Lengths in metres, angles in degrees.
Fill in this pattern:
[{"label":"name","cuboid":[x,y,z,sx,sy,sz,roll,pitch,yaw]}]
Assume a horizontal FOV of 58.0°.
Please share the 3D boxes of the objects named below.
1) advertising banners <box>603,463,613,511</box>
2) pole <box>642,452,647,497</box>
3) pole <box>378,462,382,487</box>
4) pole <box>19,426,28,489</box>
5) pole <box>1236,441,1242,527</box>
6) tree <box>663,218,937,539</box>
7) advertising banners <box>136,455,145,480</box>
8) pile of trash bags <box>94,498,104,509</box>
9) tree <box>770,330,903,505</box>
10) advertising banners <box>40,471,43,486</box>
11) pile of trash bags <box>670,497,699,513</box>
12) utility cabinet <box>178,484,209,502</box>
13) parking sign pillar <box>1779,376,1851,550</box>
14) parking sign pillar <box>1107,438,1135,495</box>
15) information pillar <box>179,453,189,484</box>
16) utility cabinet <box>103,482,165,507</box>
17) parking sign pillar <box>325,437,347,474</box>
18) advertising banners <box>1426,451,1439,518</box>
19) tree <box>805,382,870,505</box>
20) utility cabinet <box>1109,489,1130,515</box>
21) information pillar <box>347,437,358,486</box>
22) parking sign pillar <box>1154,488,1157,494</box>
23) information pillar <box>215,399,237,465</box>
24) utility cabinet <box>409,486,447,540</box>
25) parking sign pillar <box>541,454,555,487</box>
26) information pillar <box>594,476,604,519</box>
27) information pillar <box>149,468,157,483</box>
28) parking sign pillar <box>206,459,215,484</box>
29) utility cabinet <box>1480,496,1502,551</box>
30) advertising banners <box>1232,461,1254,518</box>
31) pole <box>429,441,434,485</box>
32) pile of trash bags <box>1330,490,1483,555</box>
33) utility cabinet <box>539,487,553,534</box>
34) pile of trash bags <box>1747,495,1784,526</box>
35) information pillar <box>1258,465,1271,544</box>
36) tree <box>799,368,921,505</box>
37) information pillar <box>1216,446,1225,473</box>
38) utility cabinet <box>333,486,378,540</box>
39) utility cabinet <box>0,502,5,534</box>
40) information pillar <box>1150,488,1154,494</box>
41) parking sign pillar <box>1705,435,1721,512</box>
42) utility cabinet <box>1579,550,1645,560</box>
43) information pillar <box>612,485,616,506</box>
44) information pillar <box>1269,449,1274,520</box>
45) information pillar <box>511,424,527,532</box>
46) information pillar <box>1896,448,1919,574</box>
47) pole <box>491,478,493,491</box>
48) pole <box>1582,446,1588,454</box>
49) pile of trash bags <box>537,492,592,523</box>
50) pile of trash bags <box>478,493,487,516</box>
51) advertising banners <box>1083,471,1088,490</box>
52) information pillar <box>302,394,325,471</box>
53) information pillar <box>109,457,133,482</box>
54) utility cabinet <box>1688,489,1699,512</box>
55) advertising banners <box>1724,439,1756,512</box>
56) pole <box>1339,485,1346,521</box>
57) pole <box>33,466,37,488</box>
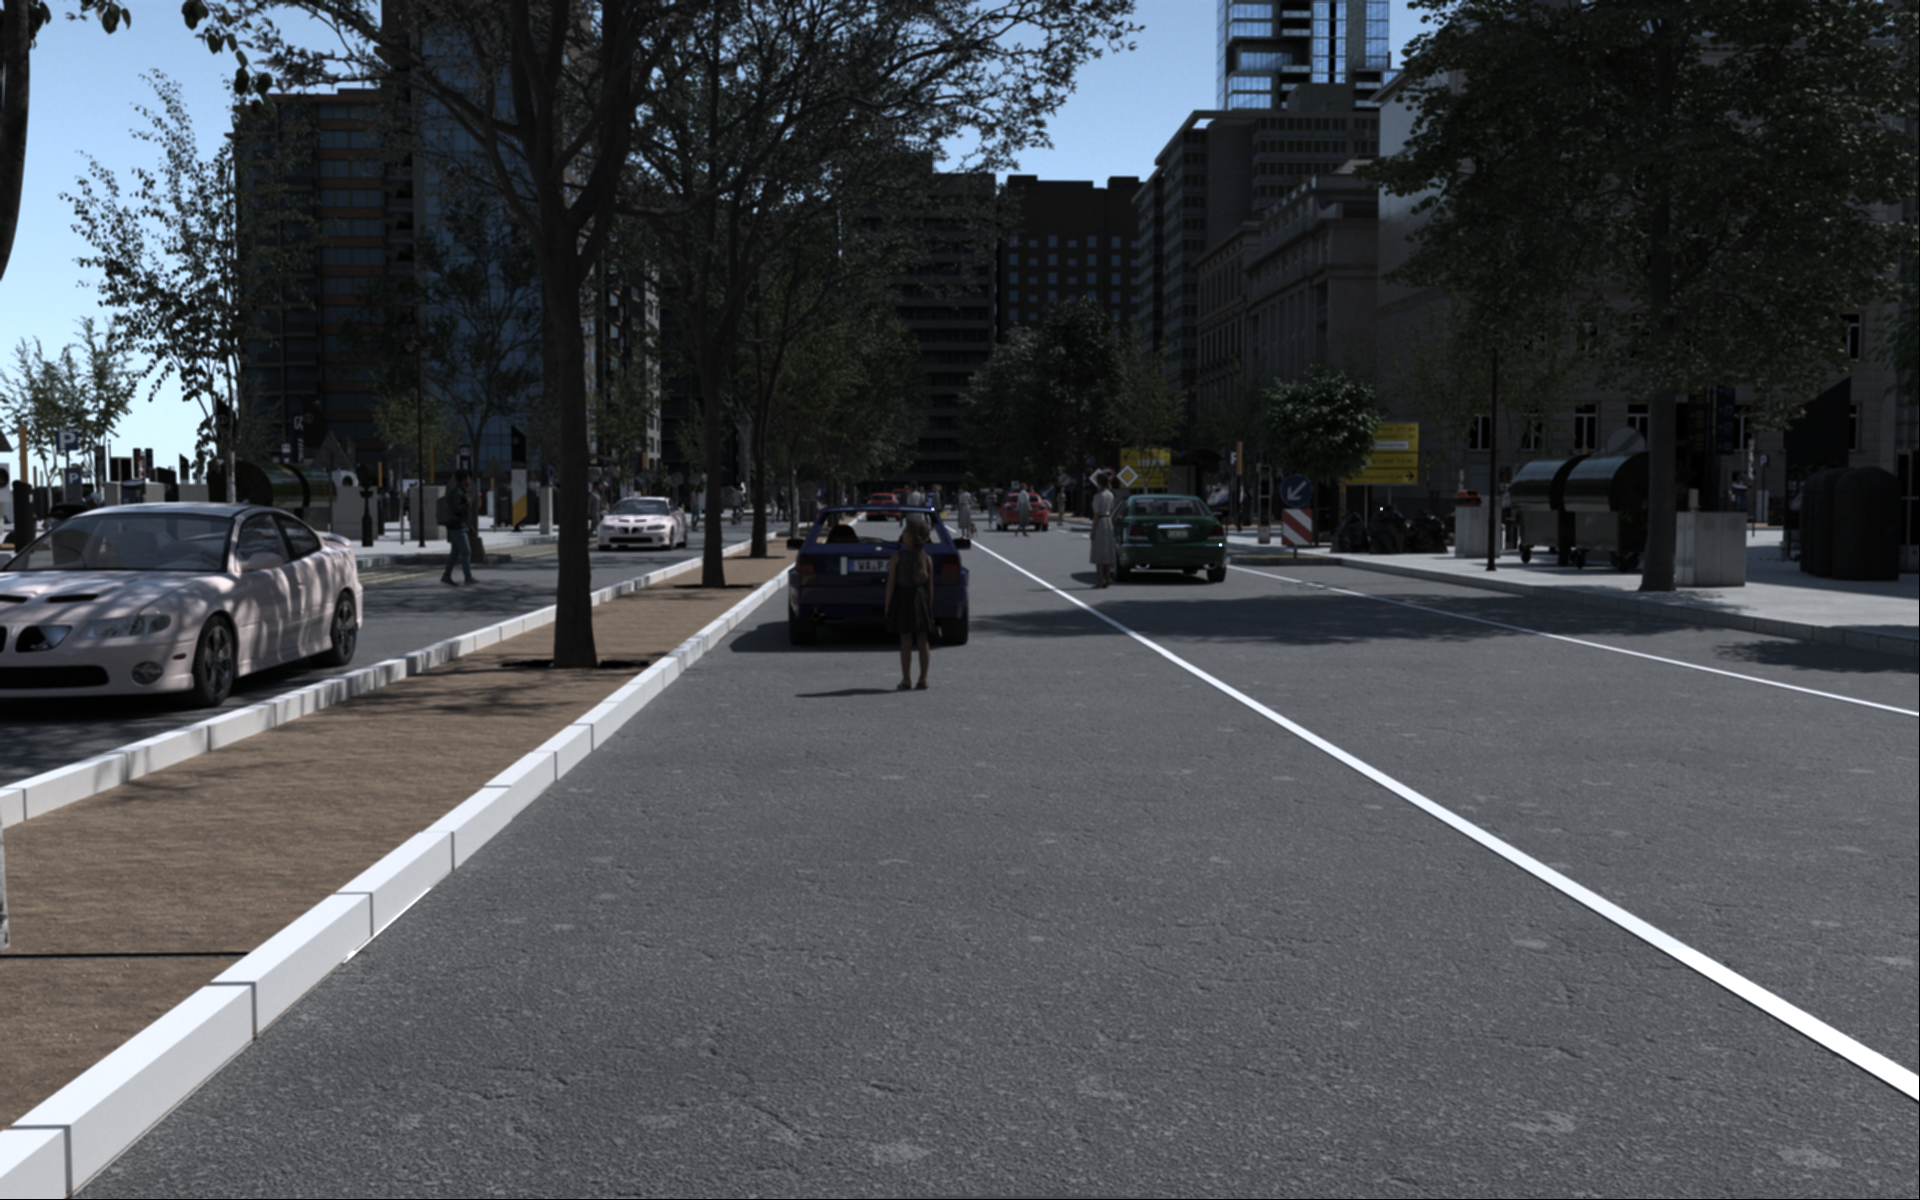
[{"label":"advertising banners","cuboid":[-20.236,-6.167,97.025,0.090,3.025,2.074,1,4,21]},{"label":"pole","cuboid":[-15.320,-5.520,84.098,0.158,3.312,0.155,0,3,0]},{"label":"pole","cuboid":[-36.770,-7.095,109.840,0.158,3.312,0.155,0,3,0]},{"label":"pole","cuboid":[-27.973,-3.543,51.772,0.158,3.312,0.155,0,3,0]},{"label":"pole","cuboid":[10.814,-4.484,67.160,0.158,3.312,0.155,0,3,0]},{"label":"tree","cuboid":[-5.066,-7.125,53.356,8.767,10.594,7.601,0,4,-2]},{"label":"advertising banners","cuboid":[-37.044,-5.100,79.569,0.090,3.025,2.074,1,4,17]},{"label":"pile of trash bags","cuboid":[-26.922,-2.803,55.581,1.912,1.369,3.447,3,5,40]},{"label":"tree","cuboid":[-6.866,-10.813,97.378,7.486,12.596,7.792,0,3,0]},{"label":"advertising banners","cuboid":[-70.089,-8.294,131.786,0.090,3.025,2.074,-3,5,-43]},{"label":"pile of trash bags","cuboid":[-18.445,-6.714,119.525,3.447,1.369,1.912,0,4,-7]},{"label":"utility cabinet","cuboid":[-17.183,-1.818,38.411,0.318,1.500,1.173,3,5,43]},{"label":"parking sign pillar","cuboid":[19.686,-3.140,39.811,1.447,3.967,1.447,2,4,24]},{"label":"parking sign pillar","cuboid":[7.814,-5.850,84.119,1.447,3.967,1.447,2,4,30]},{"label":"information pillar","cuboid":[-44.167,-6.561,98.632,0.504,3.616,0.183,-1,4,-20]},{"label":"utility cabinet","cuboid":[-14.869,-1.381,31.255,0.318,1.500,1.173,1,4,16]},{"label":"parking sign pillar","cuboid":[-29.682,-5.712,81.863,1.447,3.967,1.447,0,4,5]},{"label":"advertising banners","cuboid":[19.071,-4.512,69.958,0.090,3.025,2.074,0,4,2]},{"label":"tree","cuboid":[-6.208,-8.483,91.508,4.360,8.622,3.978,0,3,0]},{"label":"utility cabinet","cuboid":[7.296,-4.384,80.354,1.173,1.500,0.318,-1,4,-22]},{"label":"information pillar","cuboid":[-24.990,-4.886,71.236,0.504,3.616,0.183,2,4,24]},{"label":"parking sign pillar","cuboid":[15.436,-9.180,138.566,1.447,3.967,1.447,1,4,19]},{"label":"information pillar","cuboid":[-17.500,-3.057,41.335,0.504,3.616,0.183,-3,5,-43]},{"label":"utility cabinet","cuboid":[-14.718,-2.399,47.895,1.173,1.500,0.318,2,4,32]},{"label":"parking sign pillar","cuboid":[-27.708,-7.835,116.567,1.447,3.967,1.447,1,4,9]},{"label":"information pillar","cuboid":[-14.828,-4.077,71.152,0.304,2.012,0.304,-3,5,-45]},{"label":"information pillar","cuboid":[-22.798,-2.736,49.221,0.304,2.012,0.304,2,4,27]},{"label":"parking sign pillar","cuboid":[-42.357,-6.758,98.965,1.447,3.967,1.447,-3,5,-44]},{"label":"utility cabinet","cuboid":[12.158,-1.742,39.643,0.306,1.237,1.020,0,4,8]},{"label":"advertising banners","cuboid":[14.507,-5.813,91.232,2.074,3.025,0.090,-1,4,-13]},{"label":"pole","cuboid":[-20.177,-4.427,66.222,0.158,3.312,0.155,0,3,0]},{"label":"pile of trash bags","cuboid":[9.948,-1.722,37.914,3.447,1.369,1.912,-1,4,-23]},{"label":"utility cabinet","cuboid":[-13.198,-2.844,55.174,0.318,1.500,1.173,0,4,-8]},{"label":"pile of trash bags","cuboid":[33.022,-3.686,70.025,3.447,1.369,1.912,3,5,44]},{"label":"information pillar","cuboid":[7.834,-2.452,44.588,0.304,2.012,0.304,0,4,4]},{"label":"tree","cuboid":[-7.444,-12.162,118.312,9.611,12.733,9.660,0,3,0]},{"label":"information pillar","cuboid":[12.727,-5.702,84.574,0.504,3.616,0.183,-2,4,-31]},{"label":"utility cabinet","cuboid":[-16.792,-2.411,48.101,1.173,1.500,0.318,-1,4,-19]},{"label":"utility cabinet","cuboid":[-30.355,-2.808,54.594,0.318,1.500,1.173,-2,4,-24]},{"label":"information pillar","cuboid":[12.679,-6.763,115.068,0.304,2.012,0.304,3,4,36]},{"label":"parking sign pillar","cuboid":[34.605,-5.576,79.641,1.447,3.967,1.447,1,4,15]},{"label":"utility cabinet","cuboid":[12.489,-1.499,33.187,1.173,1.500,0.318,0,4,6]},{"label":"information pillar","cuboid":[-26.721,-7.894,133.551,0.304,2.012,0.304,-2,4,-30]},{"label":"information pillar","cuboid":[15.157,-5.687,84.338,0.183,3.616,0.504,2,4,27]},{"label":"information pillar","cuboid":[-14.761,-4.071,57.921,0.504,3.616,0.183,-1,4,-15]},{"label":"information pillar","cuboid":[15.347,-1.438,28.002,0.304,2.012,0.304,-1,4,-15]},{"label":"pole","cuboid":[-33.147,-7.886,122.785,0.158,3.312,0.155,0,3,0]},{"label":"pole","cuboid":[26.373,-4.852,73.179,0.158,3.312,0.155,0,3,0]},{"label":"pile of trash bags","cuboid":[-17.884,-4.154,77.672,3.447,1.369,1.912,0,4,4]},{"label":"pile of trash bags","cuboid":[-28.670,-5.640,101.971,1.912,1.369,3.447,-2,4,-28]},{"label":"advertising banners","cuboid":[9.545,-7.733,122.622,2.074,3.025,0.090,0,4,4]},{"label":"information pillar","cuboid":[-15.148,-3.012,40.601,0.504,3.616,0.183,-1,4,-9]},{"label":"information pillar","cuboid":[-16.683,-1.835,34.487,0.304,2.012,0.304,2,4,28]},{"label":"utility cabinet","cuboid":[30.290,-3.852,71.656,0.318,1.500,1.173,1,4,13]},{"label":"advertising banners","cuboid":[24.515,-3.562,54.427,2.074,3.025,0.090,-3,5,-42]},{"label":"pole","cuboid":[11.468,-3.550,51.885,0.158,3.312,0.155,0,3,0]},{"label":"pole","cuboid":[-67.295,-8.088,126.075,0.158,3.312,0.155,0,3,0]}]
